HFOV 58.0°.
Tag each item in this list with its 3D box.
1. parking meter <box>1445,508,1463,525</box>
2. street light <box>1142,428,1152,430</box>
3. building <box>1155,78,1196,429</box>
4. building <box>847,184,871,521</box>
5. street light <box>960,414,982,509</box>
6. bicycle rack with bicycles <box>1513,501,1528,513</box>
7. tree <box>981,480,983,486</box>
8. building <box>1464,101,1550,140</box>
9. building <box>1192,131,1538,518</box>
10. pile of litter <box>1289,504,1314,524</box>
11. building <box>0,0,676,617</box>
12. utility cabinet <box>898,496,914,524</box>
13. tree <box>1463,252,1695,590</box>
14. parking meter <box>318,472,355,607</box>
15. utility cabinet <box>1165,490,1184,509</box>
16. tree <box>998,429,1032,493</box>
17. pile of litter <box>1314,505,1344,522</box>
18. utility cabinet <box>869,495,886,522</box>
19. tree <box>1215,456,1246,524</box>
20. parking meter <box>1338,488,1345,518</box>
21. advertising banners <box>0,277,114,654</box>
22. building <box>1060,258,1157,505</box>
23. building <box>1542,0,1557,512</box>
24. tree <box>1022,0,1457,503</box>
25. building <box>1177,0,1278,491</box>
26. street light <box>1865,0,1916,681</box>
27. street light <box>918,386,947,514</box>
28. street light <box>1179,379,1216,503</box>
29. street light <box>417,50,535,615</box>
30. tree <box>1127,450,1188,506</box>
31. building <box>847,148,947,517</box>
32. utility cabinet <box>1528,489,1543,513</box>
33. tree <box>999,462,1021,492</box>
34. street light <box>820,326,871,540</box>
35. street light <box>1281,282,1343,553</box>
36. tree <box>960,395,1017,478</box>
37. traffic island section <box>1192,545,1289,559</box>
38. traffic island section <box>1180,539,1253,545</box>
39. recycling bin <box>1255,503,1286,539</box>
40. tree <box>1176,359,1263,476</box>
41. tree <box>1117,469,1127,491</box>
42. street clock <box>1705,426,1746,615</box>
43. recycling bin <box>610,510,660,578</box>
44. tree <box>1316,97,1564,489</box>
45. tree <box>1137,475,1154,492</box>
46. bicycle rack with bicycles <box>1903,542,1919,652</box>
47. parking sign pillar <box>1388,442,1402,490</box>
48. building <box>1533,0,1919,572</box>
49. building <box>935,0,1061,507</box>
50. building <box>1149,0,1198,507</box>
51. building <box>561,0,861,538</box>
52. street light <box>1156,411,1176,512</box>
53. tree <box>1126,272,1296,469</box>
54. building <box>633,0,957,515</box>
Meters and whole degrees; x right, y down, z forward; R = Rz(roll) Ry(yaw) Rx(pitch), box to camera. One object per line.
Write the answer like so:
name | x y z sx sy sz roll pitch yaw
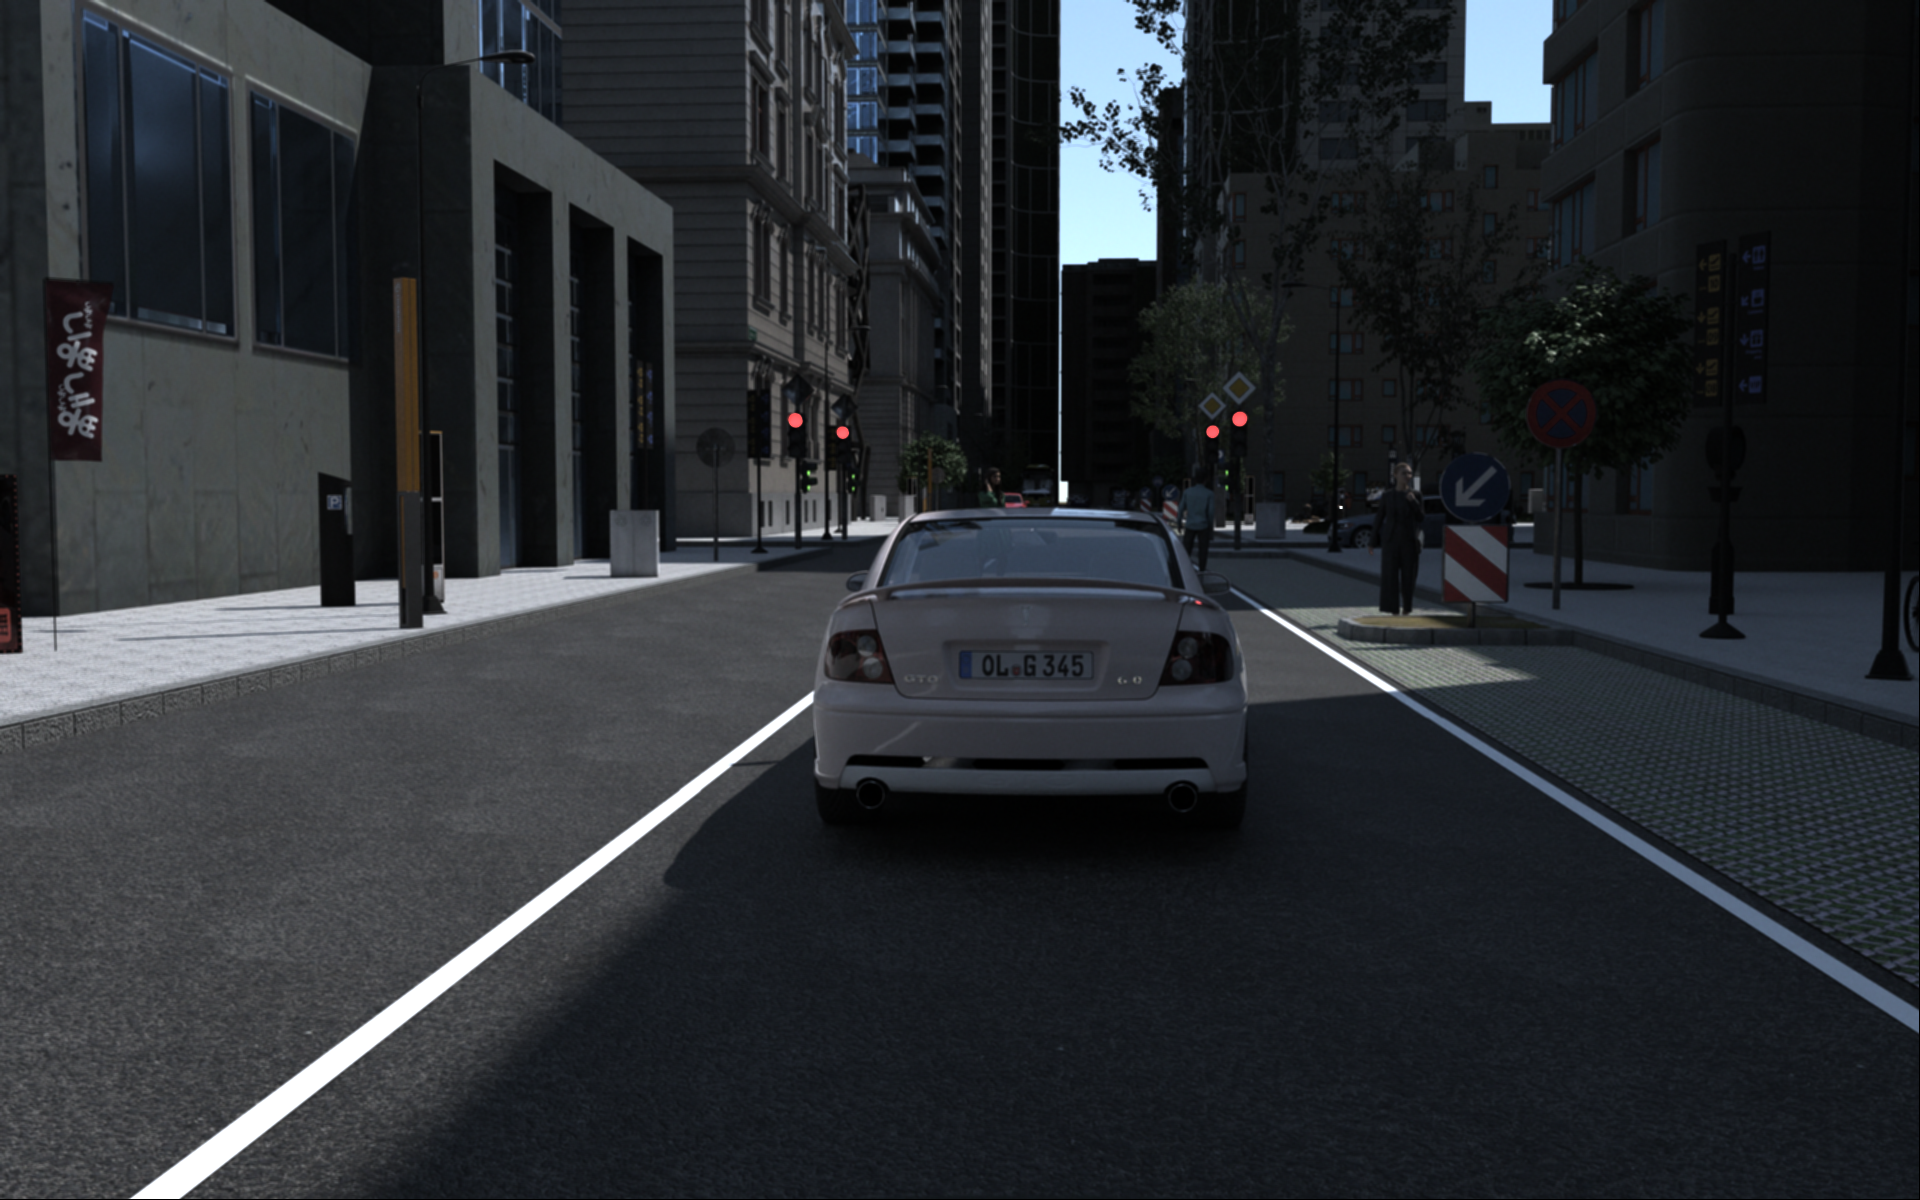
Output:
parking meter | 11.499 -2.111 40.221 0.399 1.863 0.255 2 4 34
street light | 13.578 -9.165 122.395 1.470 5.913 1.316 0 4 4
building | 28.472 -32.857 187.319 14.600 45.320 14.200 0 4 4
building | -12.877 -13.150 82.462 16.820 18.784 16.811 0 4 4
street light | 0.596 -7.836 100.665 1.470 5.913 1.316 0 4 4
bicycle rack with bicycles | 28.183 -4.667 89.686 2.852 0.926 2.925 2 4 35
tree | 0.937 -7.967 124.864 1.663 3.219 1.824 0 3 0
building | 50.443 -29.703 177.530 23.993 40.220 32.217 0 4 4
building | 29.273 -16.024 107.030 27.650 21.520 28.899 0 4 4
pile of litter | 15.273 -3.784 75.829 1.719 0.858 1.176 1 4 11
building | -22.676 -43.669 26.661 31.000 86.520 22.319 0 4 4
utility cabinet | -2.204 -3.664 71.062 0.306 1.237 1.020 1 4 21
tree | 8.588 -2.449 23.753 4.285 4.588 4.351 0 3 0
parking meter | -7.137 -0.699 19.833 0.372 1.533 0.369 0 3 0
utility cabinet | 13.263 -6.012 106.975 1.173 1.500 0.318 -2 4 -25
tree | 6.179 -14.797 192.294 4.737 8.622 4.395 0 3 0
pile of litter | 14.929 -3.286 67.695 1.719 0.858 1.176 0 4 1
utility cabinet | -3.834 -4.270 80.971 0.306 1.237 1.020 2 4 30
tree | 11.747 -4.837 73.680 1.663 3.219 1.824 0 3 0
parking meter | 15.968 -3.933 72.722 0.372 1.533 0.369 0 3 0
advertising banners | -7.793 -1.074 13.740 2.074 3.025 0.090 -3 4 -38
building | 19.447 -27.122 215.139 14.107 30.474 14.160 0 4 4
building | 35.552 -26.798 57.751 30.456 49.044 23.786 0 4 4
tree | 8.904 -12.264 56.404 12.611 20.169 13.585 0 3 0
building | 27.680 -42.807 138.154 20.563 71.187 20.611 0 4 4
street light | 5.942 -2.410 11.941 1.470 5.913 1.316 0 4 4
street light | -1.237 -6.240 74.569 1.470 5.913 1.316 0 4 4
street light | 9.736 -5.963 70.033 1.470 5.913 1.316 0 4 4
street light | -5.149 -2.801 18.336 1.470 5.913 1.316 0 4 4
tree | 15.395 -8.821 127.934 4.285 4.588 4.351 0 3 0
building | -8.384 -16.287 108.098 13.314 21.916 24.055 0 4 4
utility cabinet | 26.616 -4.319 79.289 1.173 1.500 0.318 -1 4 -15
tree | 5.009 -11.948 179.070 4.285 4.588 4.351 0 3 0
street light | -3.170 -4.621 48.096 1.470 5.913 1.316 0 4 4
street light | 7.721 -4.006 38.041 1.470 5.913 1.316 0 4 4
tree | 2.199 -10.943 129.285 4.360 8.622 3.978 0 3 0
traffic island section | 6.376 -1.064 39.676 2.009 0.180 2.903 0 4 4
traffic island section | 6.925 -1.551 47.642 2.009 0.180 2.903 0 4 4
recycling bin | 8.887 -2.264 49.564 0.722 1.027 0.722 2 4 25
tree | 13.368 -8.571 90.501 4.737 8.622 4.395 0 3 0
tree | 19.200 -12.773 192.556 4.285 4.588 4.351 0 3 0
street clock | 8.129 -0.848 18.428 0.471 2.002 0.358 -3 5 -41
recycling bin | -5.058 -0.881 26.958 0.722 1.027 0.722 0 4 -7
tree | 8.703 -5.024 32.503 4.360 8.622 3.978 0 3 0
tree | 16.862 -9.993 157.982 1.663 3.219 1.824 0 3 0
bicycle rack with bicycles | 8.424 0.046 12.627 2.852 0.926 2.925 1 4 18
parking sign pillar | 22.792 -6.253 90.703 1.447 3.967 1.447 2 4 26
building | 25.230 -10.797 21.565 27.650 21.520 28.899 0 4 4
building | 2.162 -47.661 217.511 20.611 71.187 20.563 0 4 4
building | 29.930 -52.029 163.350 22.319 86.520 31.000 0 4 4
building | -11.558 -16.774 61.649 14.401 28.519 23.554 0 4 4
street light | 11.753 -7.558 96.117 1.470 5.913 1.316 0 4 4
tree | 11.381 -9.437 80.053 9.928 11.665 9.643 0 3 0
building | -11.027 -50.465 137.778 22.319 86.520 31.000 0 4 4
